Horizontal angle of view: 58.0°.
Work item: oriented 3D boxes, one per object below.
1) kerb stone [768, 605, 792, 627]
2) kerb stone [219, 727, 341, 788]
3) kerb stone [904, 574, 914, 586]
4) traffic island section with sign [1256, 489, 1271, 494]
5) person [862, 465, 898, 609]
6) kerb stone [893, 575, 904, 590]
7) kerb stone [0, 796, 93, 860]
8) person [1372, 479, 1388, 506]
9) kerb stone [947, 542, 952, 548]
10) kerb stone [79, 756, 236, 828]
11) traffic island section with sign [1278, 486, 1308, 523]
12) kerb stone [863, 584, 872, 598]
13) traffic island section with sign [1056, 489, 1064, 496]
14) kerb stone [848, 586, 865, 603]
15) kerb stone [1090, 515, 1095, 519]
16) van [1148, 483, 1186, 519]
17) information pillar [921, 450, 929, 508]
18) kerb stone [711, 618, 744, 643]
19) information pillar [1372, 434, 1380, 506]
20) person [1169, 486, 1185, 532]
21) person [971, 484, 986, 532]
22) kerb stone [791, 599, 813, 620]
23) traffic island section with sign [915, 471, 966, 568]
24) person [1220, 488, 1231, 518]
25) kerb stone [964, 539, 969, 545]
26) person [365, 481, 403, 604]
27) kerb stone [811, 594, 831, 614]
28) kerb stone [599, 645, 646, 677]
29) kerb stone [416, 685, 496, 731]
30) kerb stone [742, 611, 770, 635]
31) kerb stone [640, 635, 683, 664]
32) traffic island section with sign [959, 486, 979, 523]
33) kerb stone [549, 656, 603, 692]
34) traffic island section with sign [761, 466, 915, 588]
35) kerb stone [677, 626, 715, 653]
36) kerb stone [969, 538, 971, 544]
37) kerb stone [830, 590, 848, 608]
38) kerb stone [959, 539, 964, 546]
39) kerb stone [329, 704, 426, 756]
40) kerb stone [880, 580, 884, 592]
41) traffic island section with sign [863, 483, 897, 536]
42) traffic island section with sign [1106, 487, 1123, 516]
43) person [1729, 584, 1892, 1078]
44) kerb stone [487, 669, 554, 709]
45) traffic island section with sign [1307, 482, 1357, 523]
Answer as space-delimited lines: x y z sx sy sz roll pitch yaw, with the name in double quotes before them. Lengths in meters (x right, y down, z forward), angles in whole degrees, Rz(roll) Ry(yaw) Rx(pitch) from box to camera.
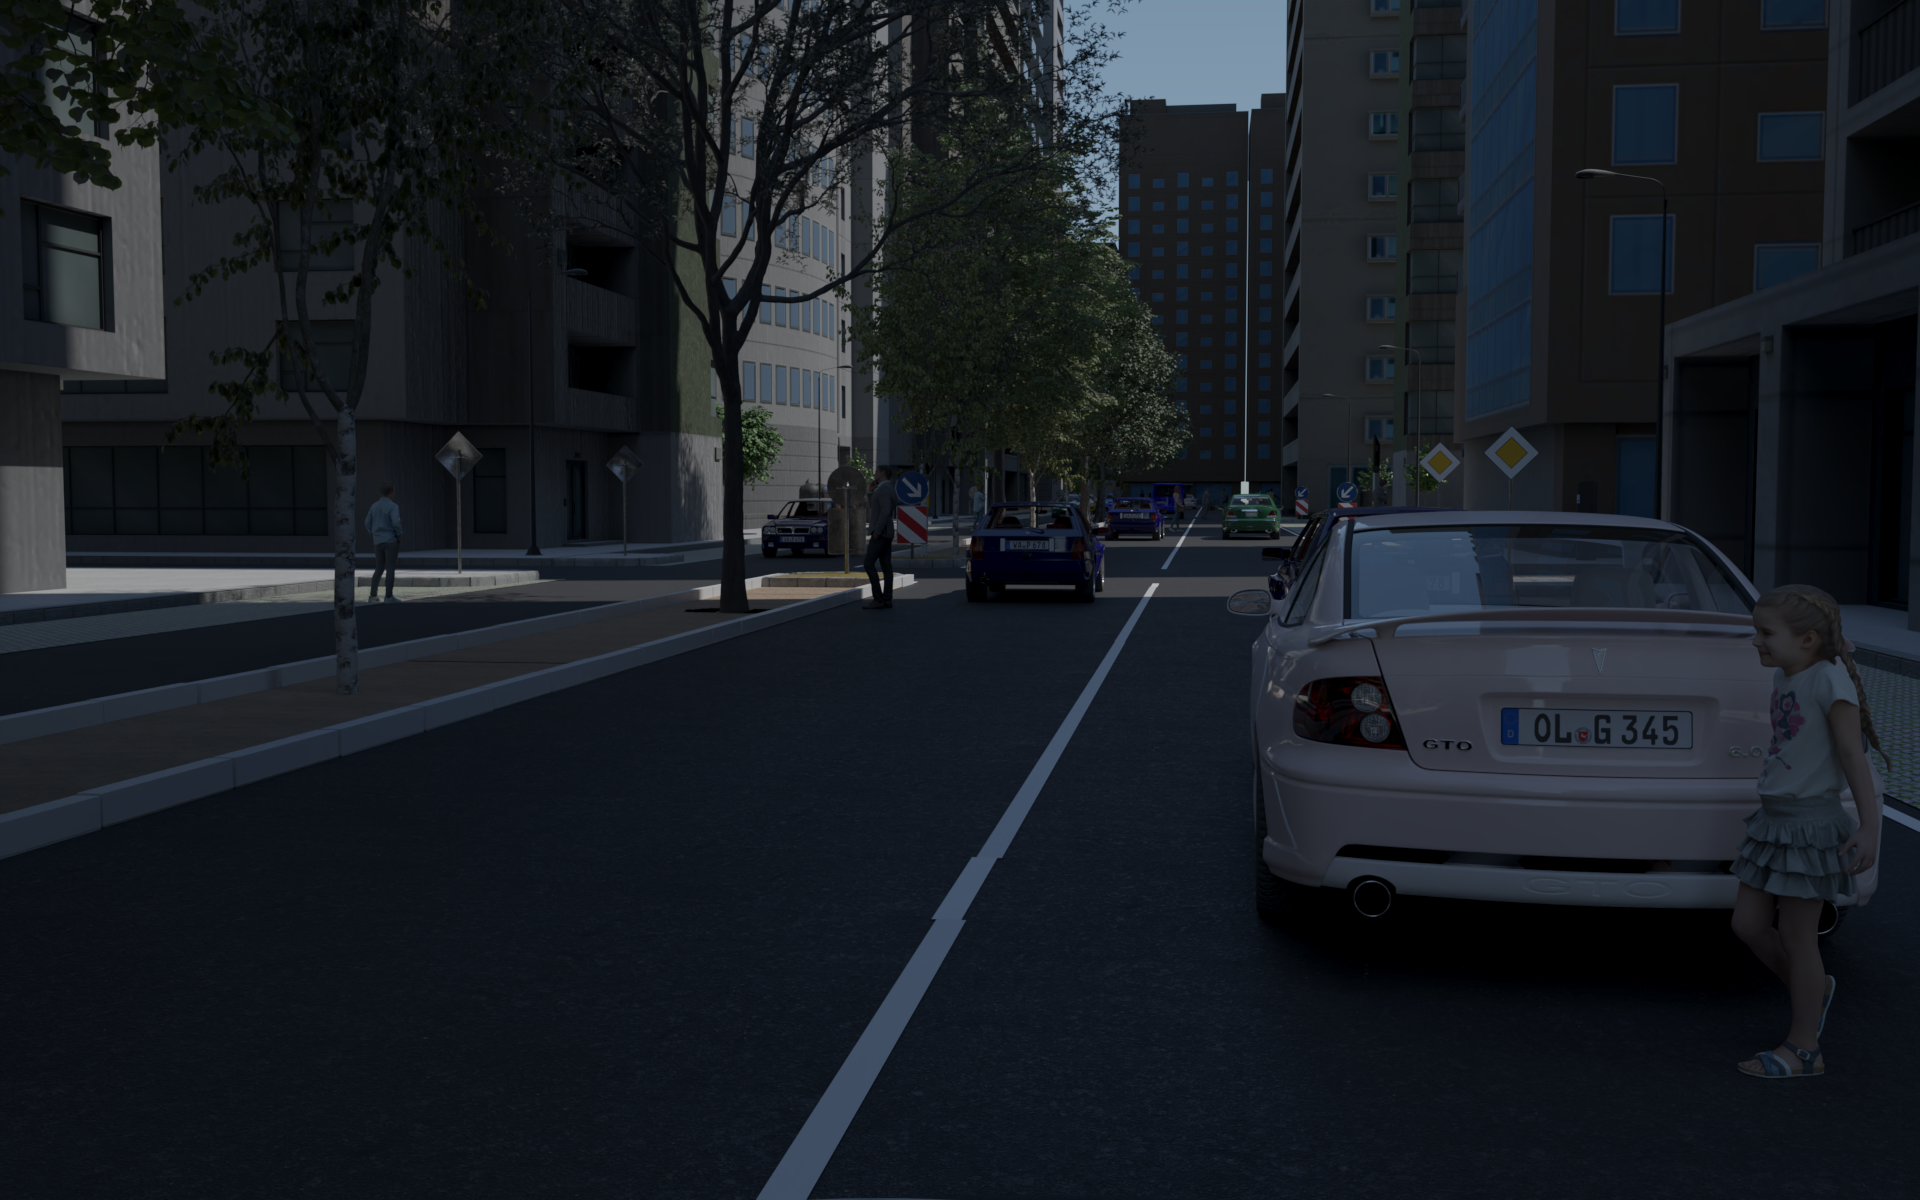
"kerb stone" -2.052 0.193 19.079 0.120 0.150 1.000 1 4 8
"kerb stone" -3.515 0.812 8.944 0.120 0.150 1.000 1 4 8
"kerb stone" -0.871 -0.303 27.206 0.120 0.150 1.000 1 4 8
"traffic island section with sign" 23.858 -7.697 134.471 1.989 1.847 2.006 1 4 8
"person" -1.014 -0.798 21.726 0.473 1.802 0.592 1 4 21
"kerb stone" -1.029 -0.244 26.192 0.120 0.150 1.000 1 4 8
"kerb stone" -3.803 0.942 6.916 0.120 0.150 1.000 1 4 8
"person" 11.576 -2.406 47.644 0.447 1.846 0.655 -1 4 -10
"kerb stone" -0.397 -1.411 45.265 0.120 0.150 1.000 1 4 8
"kerb stone" -3.663 0.874 7.928 0.120 0.150 1.000 1 4 8
"traffic island section with sign" 16.906 -4.757 86.400 1.989 1.847 2.006 1 4 8
"kerb stone" -1.317 -0.120 24.150 0.120 0.150 1.000 1 4 8
"traffic island section with sign" 7.953 -7.839 136.793 1.989 1.847 2.006 1 4 8
"kerb stone" -1.462 -0.052 23.127 0.120 0.150 1.000 1 4 8
"kerb stone" 7.954 -4.949 103.125 0.120 0.150 1.000 1 4 8
"van" 12.116 -5.914 101.071 2.240 2.365 5.245 0 4 6
"information pillar" -1.865 -6.183 92.451 0.504 3.616 0.183 -3 5 -44
"kerb stone" -2.348 0.315 17.052 0.120 0.150 1.000 1 4 8
"information pillar" 16.224 -4.658 67.520 0.183 3.616 0.504 3 4 37
"person" 8.190 -3.457 65.610 0.643 1.750 0.593 -1 4 -8
"person" 0.698 -3.448 65.132 0.793 1.790 0.793 2 4 30
"kerb stone" -1.908 0.129 20.093 0.120 0.150 1.000 1 4 8
"traffic island section with sign" -0.845 -1.620 34.626 2.006 1.907 1.989 1 4 8
"person" 15.843 -5.794 103.582 0.721 1.781 0.623 0 4 -7
"kerb stone" 0.050 -1.598 48.328 0.120 0.150 1.000 1 4 8
"person" -7.513 -0.758 22.704 0.589 1.601 0.330 2 4 33
"kerb stone" -1.765 0.067 21.105 0.120 0.150 1.000 1 4 8
"kerb stone" -2.783 0.505 14.014 0.120 0.150 1.000 1 4 8
"kerb stone" -3.218 0.686 10.974 0.120 0.150 1.000 1 4 8
"kerb stone" -2.197 0.253 18.067 0.120 0.150 1.000 1 4 8
"kerb stone" -2.633 0.439 15.025 0.120 0.150 1.000 1 4 8
"traffic island section with sign" 0.764 -4.795 87.025 1.989 1.847 2.006 1 4 8
"kerb stone" -2.927 0.563 13.001 0.120 0.150 1.000 1 4 8
"traffic island section with sign" -1.913 -1.172 27.296 2.006 1.907 1.989 1 4 8
"kerb stone" -2.492 0.377 16.037 0.120 0.150 1.000 1 4 8
"kerb stone" 0.196 -1.657 49.340 0.120 0.150 1.000 1 4 8
"kerb stone" -1.622 0.005 22.117 0.120 0.150 1.000 1 4 8
"kerb stone" -0.099 -1.536 47.306 0.120 0.150 1.000 1 4 8
"kerb stone" -3.364 0.749 9.954 0.120 0.150 1.000 1 4 8
"kerb stone" -1.171 -0.179 25.170 0.120 0.150 1.000 1 4 8
"traffic island section with sign" -3.106 -3.152 60.156 1.989 1.847 2.006 1 4 8
"traffic island section with sign" 9.877 -6.169 108.998 2.006 1.907 1.989 1 4 8
"person" 2.125 0.568 4.232 0.382 1.210 0.505 0 4 -4
"kerb stone" -3.077 0.624 11.991 0.120 0.150 1.000 1 4 8
"traffic island section with sign" 12.867 -3.040 58.324 1.989 1.847 2.006 1 4 8
